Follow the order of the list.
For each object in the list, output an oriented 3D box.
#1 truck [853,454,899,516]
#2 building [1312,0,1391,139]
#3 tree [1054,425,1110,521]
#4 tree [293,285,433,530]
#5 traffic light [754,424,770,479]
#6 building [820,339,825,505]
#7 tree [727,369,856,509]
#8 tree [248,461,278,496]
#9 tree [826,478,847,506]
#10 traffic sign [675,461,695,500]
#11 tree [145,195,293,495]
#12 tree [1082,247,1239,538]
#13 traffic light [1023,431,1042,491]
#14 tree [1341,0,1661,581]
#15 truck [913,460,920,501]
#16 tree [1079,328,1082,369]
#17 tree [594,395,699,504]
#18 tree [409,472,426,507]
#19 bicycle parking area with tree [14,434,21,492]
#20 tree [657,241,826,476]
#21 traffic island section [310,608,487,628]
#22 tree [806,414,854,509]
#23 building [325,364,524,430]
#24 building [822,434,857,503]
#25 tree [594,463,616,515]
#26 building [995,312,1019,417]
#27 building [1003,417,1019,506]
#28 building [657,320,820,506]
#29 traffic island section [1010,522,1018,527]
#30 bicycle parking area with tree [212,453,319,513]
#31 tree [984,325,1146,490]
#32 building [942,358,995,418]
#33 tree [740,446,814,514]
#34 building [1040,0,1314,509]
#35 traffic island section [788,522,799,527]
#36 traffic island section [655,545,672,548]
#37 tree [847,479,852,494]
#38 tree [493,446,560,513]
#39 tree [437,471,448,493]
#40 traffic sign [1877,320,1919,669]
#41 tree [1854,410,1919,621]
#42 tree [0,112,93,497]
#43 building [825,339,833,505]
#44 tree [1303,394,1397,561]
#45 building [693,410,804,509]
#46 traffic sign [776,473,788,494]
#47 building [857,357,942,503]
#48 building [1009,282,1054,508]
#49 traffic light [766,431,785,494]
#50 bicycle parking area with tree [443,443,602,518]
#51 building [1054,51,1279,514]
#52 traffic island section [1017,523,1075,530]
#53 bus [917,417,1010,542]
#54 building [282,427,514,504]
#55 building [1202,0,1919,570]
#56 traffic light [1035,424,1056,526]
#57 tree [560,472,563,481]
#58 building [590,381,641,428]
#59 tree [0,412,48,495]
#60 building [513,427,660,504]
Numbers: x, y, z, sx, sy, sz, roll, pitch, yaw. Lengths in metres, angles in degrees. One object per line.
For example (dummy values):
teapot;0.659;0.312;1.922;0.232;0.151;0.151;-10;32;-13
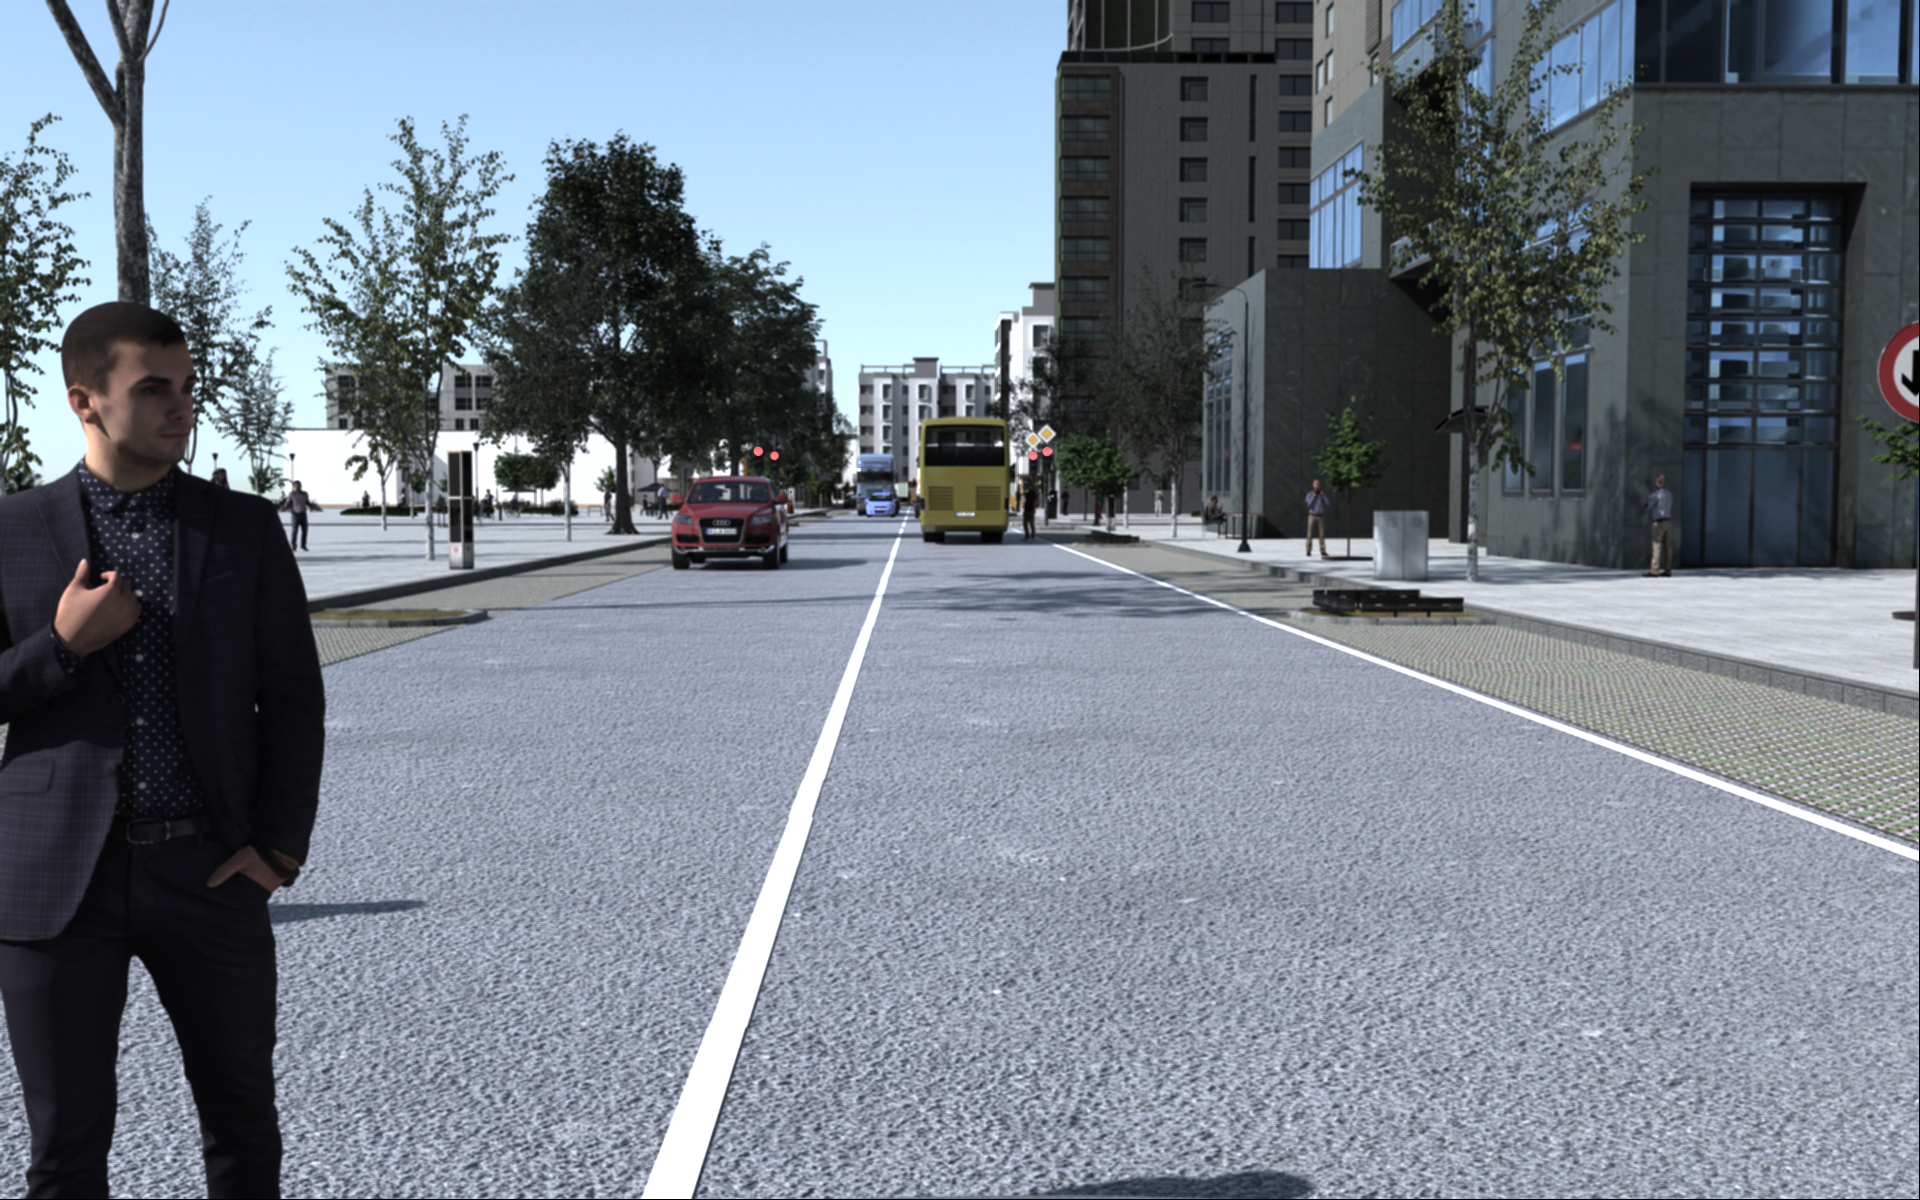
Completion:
truck;-5.624;-8.016;120.828;2.967;4.110;18.799;0;4;-1
building;34.959;-30.839;93.460;27.495;52.752;28.713;0;4;-1
tree;5.981;-6.059;82.783;4.285;4.588;4.351;0;3;0
tree;-20.332;-6.745;60.645;4.360;8.622;3.978;0;3;0
traffic light;-8.005;-4.908;69.173;0.839;4.253;0.868;0;4;-1
building;-24.034;-20.864;197.543;16.016;20.091;11.380;0;4;-1
tree;-12.377;-11.286;118.944;8.767;10.594;7.601;0;4;8
tree;-40.386;-6.471;100.397;1.663;3.219;1.824;0;3;0
tree;-13.584;-11.645;184.996;1.663;3.219;1.824;0;3;0
traffic sign;-9.859;-3.780;61.909;0.768;2.556;0.104;0;4;7
tree;-19.290;-5.678;43.190;4.360;8.622;3.978;0;3;0
tree;6.078;-6.145;50.838;4.360;8.622;3.978;0;3;0
traffic light;3.242;-5.416;77.470;0.839;4.253;0.868;0;4;-1
tree;7.764;-4.574;25.146;4.737;8.622;4.395;0;3;0
truck;-2.139;-9.045;136.806;2.839;4.237;11.283;0;4;-3
tree;6.330;-6.930;63.672;4.360;8.622;3.978;0;3;0
tree;-25.244;-14.266;143.614;12.009;13.543;11.850;0;3;0
tree;-41.966;-8.564;134.619;1.663;3.219;1.824;0;3;0
bicycle parking area with tree;-44.186;-5.992;84.971;9.016;4.147;8.231;2;4;29
tree;-11.494;-11.039;87.141;9.857;13.997;8.962;0;3;0
traffic island section;-6.419;0.211;19.422;1.991;0.108;1.994;0;4;-1
tree;-12.055;-12.391;152.954;4.737;8.622;4.395;0;3;0
building;-70.650;-23.119;244.455;31.486;18.905;16.747;0;4;-1
building;-28.374;-18.355;242.258;28.070;9.664;9.099;0;4;-1
tree;-21.622;-6.894;107.313;1.663;3.219;1.824;0;3;0
building;18.051;-22.428;210.678;27.936;21.610;32.646;0;4;-1
building;9.647;-14.579;180.512;9.099;9.664;28.070;0;4;-1
building;-23.715;-20.151;185.881;16.016;20.091;11.380;0;4;-1
traffic island section;3.283;-3.383;77.585;2.009;0.180;2.903;0;4;-1
bicycle parking area with tree;-49.767;-8.254;121.963;8.231;4.147;9.016;0;4;6
tree;5.184;-9.922;96.630;8.767;10.594;7.601;0;4;-4
building;2.620;-23.863;246.573;11.380;20.091;16.016;0;4;-1
tree;-11.297;-7.901;112.887;4.285;4.588;4.351;0;3;0
building;17.595;-42.995;141.219;20.563;71.187;20.611;0;4;-1
traffic island section;-8.255;-3.364;77.289;2.009;0.180;2.903;0;4;-1
traffic island section;-7.133;-1.476;46.997;1.991;0.108;1.994;0;4;-1
tree;-13.939;-13.506;215.425;1.663;3.219;1.824;0;3;0
tree;-30.221;-8.194;117.691;4.285;4.588;4.351;0;3;0
tree;-35.752;-7.759;121.453;1.663;3.219;1.824;0;3;0
traffic sign;7.045;-0.766;12.635;0.768;2.556;0.104;0;4;6
tree;9.980;-1.409;17.631;1.663;3.219;1.824;0;3;0
tree;-17.752;-4.965;31.535;4.737;8.622;4.395;0;3;0
building;-21.826;-22.088;217.553;11.380;20.091;16.016;0;4;-1
tree;7.584;-2.384;33.586;1.663;3.219;1.824;0;3;0
building;-19.469;-13.728;166.592;9.099;9.664;28.070;0;4;-1
traffic sign;-10.796;-6.398;104.705;0.768;2.556;0.104;0;4;0
building;-8.736;-23.798;245.520;11.380;20.091;16.016;0;4;-1
building;12.689;-18.595;160.442;16.016;20.091;11.380;0;4;-1
traffic light;-8.214;-5.397;77.155;0.839;4.253;0.868;0;4;-1
bicycle parking area with tree;-24.928;-6.813;98.398;8.231;4.147;9.016;-1;4;-22
building;13.222;-21.121;117.027;14.160;30.474;14.107;0;4;-1
traffic island section;3.492;-2.894;69.603;2.009;0.180;2.903;0;4;-1
bus;0.045;-3.839;54.320;2.896;3.916;12.252;0;4;-1
building;-70.552;-17.042;220.786;28.070;9.664;9.099;0;4;-1
building;19.975;-44.632;42.413;22.319;86.520;31.000;0;4;-1
traffic light;3.452;-4.928;69.488;0.839;4.253;0.868;0;4;-1
tree;-30.304;-8.694;125.865;4.285;4.588;4.351;0;3;0
building;-48.168;-23.724;244.299;11.380;20.091;16.016;0;4;-1
tree;-67.449;-12.955;113.643;13.155;14.587;18.604;-2;4;-24
building;-41.659;-17.101;221.747;28.070;9.664;9.099;0;4;-1
